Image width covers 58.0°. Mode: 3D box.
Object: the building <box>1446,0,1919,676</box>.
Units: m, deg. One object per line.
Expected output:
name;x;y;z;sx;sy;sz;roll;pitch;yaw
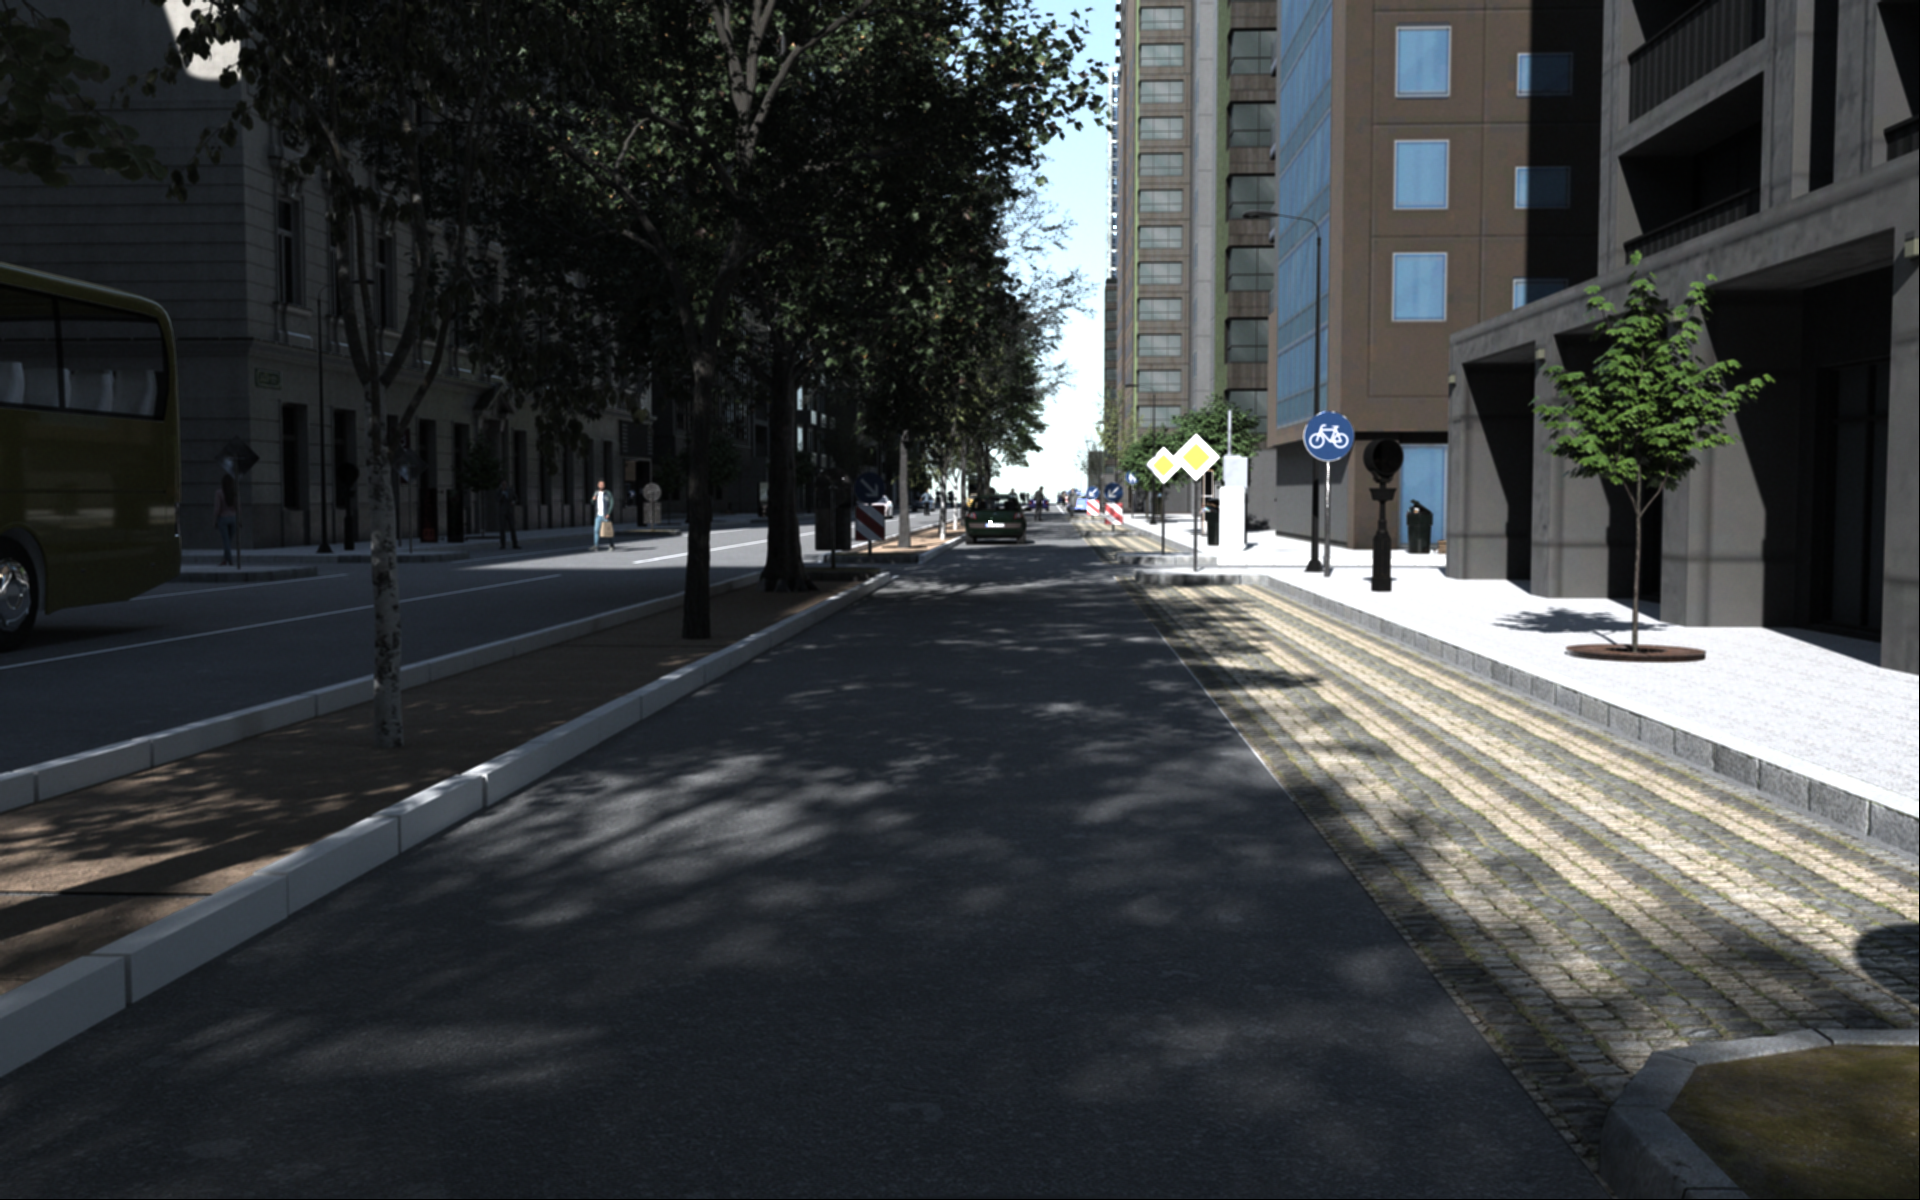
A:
building;17.184;-35.204;13.843;20.563;71.187;20.611;0;4;3

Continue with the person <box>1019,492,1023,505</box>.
person;8.174;-13.412;228.230;0.683;1.767;0.568;0;4;2

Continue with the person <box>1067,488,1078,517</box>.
person;7.015;-6.106;108.433;0.694;1.812;0.767;1;4;20

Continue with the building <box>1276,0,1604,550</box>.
building;16.089;-24.134;44.709;14.200;45.320;14.600;0;4;3

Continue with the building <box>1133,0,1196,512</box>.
building;19.910;-27.205;128.403;14.154;41.232;14.086;0;4;3

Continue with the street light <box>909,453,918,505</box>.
street light;-5.176;-13.716;196.803;1.470;5.913;1.316;0;4;3

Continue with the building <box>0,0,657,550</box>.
building;-23.127;-17.398;60.879;17.030;29.872;44.131;0;4;3

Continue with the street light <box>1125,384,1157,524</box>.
street light;7.650;-6.159;73.239;1.470;5.913;1.316;0;4;3

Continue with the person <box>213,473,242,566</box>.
person;-13.841;-1.484;32.770;0.388;1.821;0.555;2;4;33

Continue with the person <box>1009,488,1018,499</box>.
person;2.975;-5.533;99.369;0.661;1.777;0.834;-2;4;-28

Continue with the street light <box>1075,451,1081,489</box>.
street light;13.376;-13.162;187.740;1.470;5.913;1.316;0;4;3

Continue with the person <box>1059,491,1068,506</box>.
person;12.081;-11.775;201.036;1.348;1.823;0.705;3;5;39

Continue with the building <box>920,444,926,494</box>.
building;-16.347;-38.401;251.560;21.300;48.544;21.600;0;4;3

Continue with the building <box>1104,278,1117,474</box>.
building;26.222;-28.129;231.616;14.160;30.474;14.107;0;4;3

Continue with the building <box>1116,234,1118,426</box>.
building;23.310;-32.252;177.432;14.600;45.320;14.200;0;4;3

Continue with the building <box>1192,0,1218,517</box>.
building;23.647;-33.869;95.754;21.231;58.520;28.212;0;4;3

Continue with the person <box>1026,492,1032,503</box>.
person;9.463;-14.199;241.371;1.217;1.743;0.721;0;4;-2

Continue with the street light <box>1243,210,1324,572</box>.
street light;5.324;-3.422;28.486;1.470;5.913;1.316;0;4;3

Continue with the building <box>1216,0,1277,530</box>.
building;16.867;-18.092;67.509;14.160;30.474;14.107;0;4;3

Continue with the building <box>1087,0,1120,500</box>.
building;30.307;-57.495;252.714;22.319;86.520;31.000;0;4;3

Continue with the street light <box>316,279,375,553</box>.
street light;-13.291;-3.972;37.485;1.470;5.913;1.316;0;4;3

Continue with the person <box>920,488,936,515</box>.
person;-2.216;-6.642;117.083;1.348;1.826;0.705;-3;5;-40

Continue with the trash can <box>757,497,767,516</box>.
trash can;-11.285;-5.358;99.249;0.748;1.137;0.748;0;3;0

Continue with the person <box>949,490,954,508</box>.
person;-0.857;-10.648;182.585;0.705;1.826;1.348;1;4;20

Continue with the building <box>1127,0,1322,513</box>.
building;20.855;-30.111;142.418;14.600;45.320;14.200;0;4;3

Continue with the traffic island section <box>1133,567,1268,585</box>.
traffic island section;3.915;-0.392;28.684;2.009;0.180;2.903;0;4;3

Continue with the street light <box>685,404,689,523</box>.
street light;-11.397;-6.325;75.963;1.470;5.913;1.316;0;4;3

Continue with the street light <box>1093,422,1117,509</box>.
street light;9.497;-8.481;111.198;1.470;5.913;1.316;0;4;3

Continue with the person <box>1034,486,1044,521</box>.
person;4.229;-5.126;92.114;0.447;1.846;0.655;-3;5;-43

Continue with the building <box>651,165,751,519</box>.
building;-20.477;-18.452;95.196;14.314;27.812;24.014;0;4;3

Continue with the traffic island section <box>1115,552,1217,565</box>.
traffic island section;4.318;-0.879;36.659;2.009;0.180;2.903;0;4;3

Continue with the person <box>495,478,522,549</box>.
person;-11.773;-2.254;45.151;0.655;1.846;0.447;-2;4;-28

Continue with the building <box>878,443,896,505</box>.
building;-15.200;-26.524;205.364;14.160;30.474;14.107;0;4;3

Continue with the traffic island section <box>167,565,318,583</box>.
traffic island section;-12.305;-0.442;29.506;2.009;0.180;2.903;0;4;3

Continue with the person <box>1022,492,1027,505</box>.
person;8.264;-12.944;220.841;0.721;1.736;1.217;3;5;44

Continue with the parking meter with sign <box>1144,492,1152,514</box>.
parking meter with sign;12.360;-6.969;110.197;0.543;3.016;1.738;-2;4;-31

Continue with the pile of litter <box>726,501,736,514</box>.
pile of litter;-14.881;-5.881;110.112;1.176;0.858;1.719;-2;4;-34

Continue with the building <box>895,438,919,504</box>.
building;-16.844;-41.859;226.390;21.231;58.520;28.212;0;4;3

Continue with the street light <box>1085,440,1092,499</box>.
street light;11.563;-10.840;149.779;1.470;5.913;1.316;0;4;3

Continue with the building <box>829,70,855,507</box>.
building;-19.993;-33.750;175.518;21.300;48.544;21.600;0;4;3

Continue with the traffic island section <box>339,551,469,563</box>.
traffic island section;-11.902;-0.930;37.481;2.009;0.180;2.903;0;4;3

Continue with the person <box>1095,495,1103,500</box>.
person;15.143;-11.190;191.468;1.348;1.823;0.705;0;4;6

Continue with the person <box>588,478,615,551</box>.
person;-8.822;-2.106;42.924;0.794;1.824;0.713;3;4;36

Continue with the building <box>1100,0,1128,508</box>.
building;27.913;-47.353;212.470;20.563;71.187;20.611;0;4;3

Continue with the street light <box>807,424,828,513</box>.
street light;-9.449;-8.691;114.639;1.470;5.913;1.316;0;4;3

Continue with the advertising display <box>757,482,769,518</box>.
advertising display;-10.691;-5.441;94.180;0.123;1.923;0.974;2;4;26

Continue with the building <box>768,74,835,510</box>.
building;-22.905;-32.418;149.638;23.786;49.044;30.456;0;4;3

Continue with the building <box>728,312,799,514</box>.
building;-22.373;-41.846;122.441;20.563;71.187;20.611;0;4;3

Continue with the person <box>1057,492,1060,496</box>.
person;15.130;-15.668;264.669;0.705;1.824;1.348;-1;4;-20
